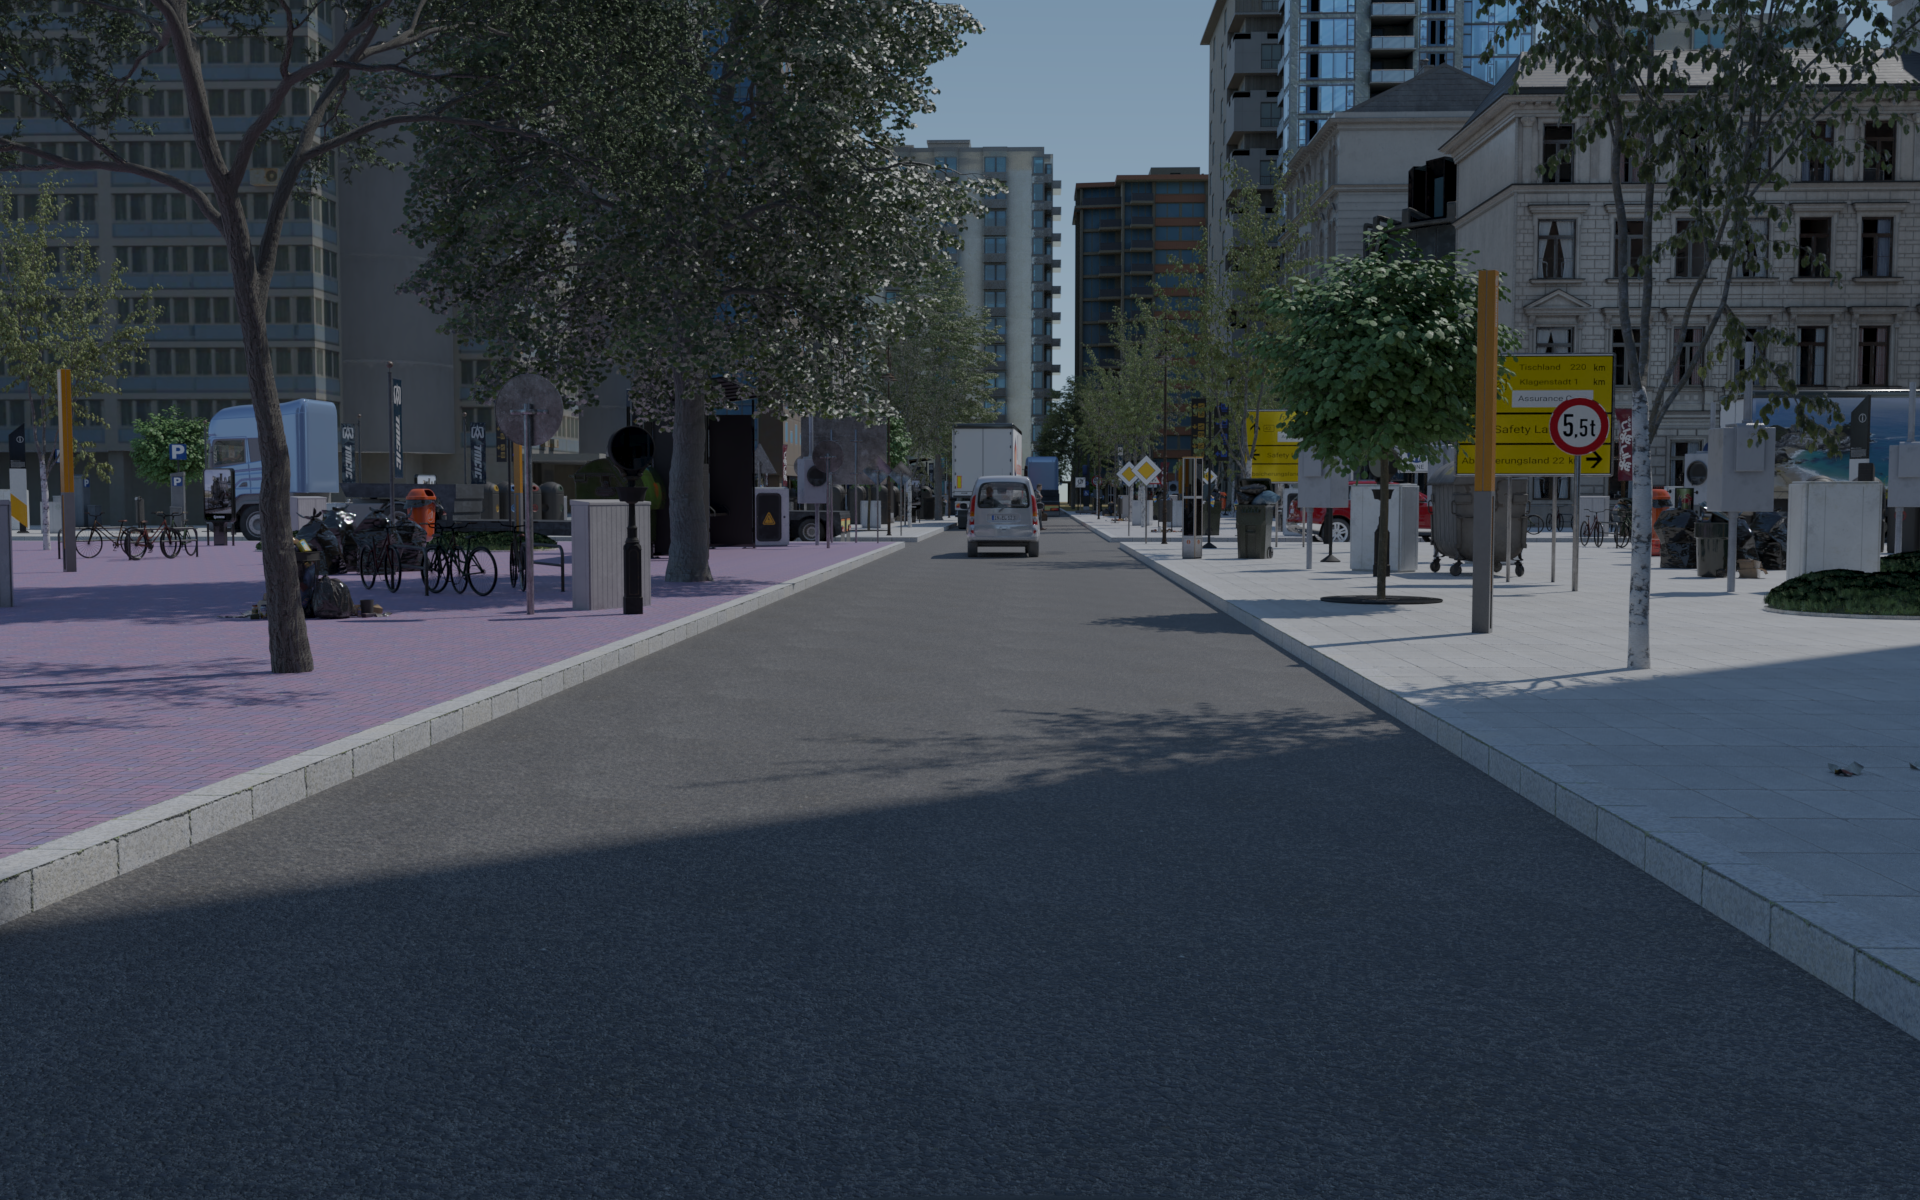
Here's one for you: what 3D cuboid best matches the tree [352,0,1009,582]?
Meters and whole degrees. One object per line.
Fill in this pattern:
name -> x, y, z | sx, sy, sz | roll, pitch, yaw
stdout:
tree -> -3.958, -7.253, 25.239 | 9.857, 13.997, 8.962 | 0, 3, 0

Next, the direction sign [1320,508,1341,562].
direction sign -> 6.987, -2.481, 32.564 | 0.876, 3.537, 0.379 | -3, 5, -45

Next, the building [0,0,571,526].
building -> -31.181, -23.659, 78.699 | 32.217, 40.220, 23.993 | 0, 4, 2

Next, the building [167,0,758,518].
building -> -30.184, -25.841, 114.383 | 32.217, 40.220, 23.993 | 0, 4, 2

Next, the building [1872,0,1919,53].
building -> 52.109, -17.317, 70.518 | 23.554, 28.519, 14.401 | 0, 4, 2

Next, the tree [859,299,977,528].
tree -> -1.687, -7.068, 65.927 | 4.360, 8.622, 3.978 | 0, 3, 0

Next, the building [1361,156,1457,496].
building -> 30.145, -13.839, 93.718 | 16.820, 18.784, 16.811 | 0, 4, 2

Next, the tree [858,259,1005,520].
tree -> -1.456, -10.166, 84.339 | 7.486, 12.596, 7.792 | 0, 3, 0

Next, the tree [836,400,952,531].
tree -> -3.203, -4.675, 60.153 | 4.285, 4.588, 4.351 | 0, 3, 0

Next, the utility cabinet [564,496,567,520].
utility cabinet -> -15.361, -3.351, 65.956 | 1.020, 1.237, 0.306 | 3, 5, 43

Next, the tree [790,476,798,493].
tree -> -10.869, -7.554, 118.115 | 1.663, 3.219, 1.824 | 0, 3, 0

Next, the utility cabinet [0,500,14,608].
utility cabinet -> -11.256, -0.510, 19.503 | 1.020, 1.237, 0.306 | -2, 4, -26

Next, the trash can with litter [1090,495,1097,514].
trash can with litter -> 8.802, -6.010, 109.316 | 1.678, 1.210, 2.233 | 1, 4, 11

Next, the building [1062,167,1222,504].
building -> 28.097, -35.480, 234.714 | 28.867, 44.769, 22.147 | 0, 4, 2

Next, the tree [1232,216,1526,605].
tree -> 4.968, -2.257, 20.621 | 4.285, 4.588, 4.351 | 0, 3, 0

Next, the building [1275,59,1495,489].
building -> 29.175, -20.003, 114.442 | 14.401, 28.519, 23.554 | 0, 4, 2

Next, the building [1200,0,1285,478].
building -> 39.666, -35.772, 174.111 | 28.713, 52.752, 27.495 | 0, 4, 2

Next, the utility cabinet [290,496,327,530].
utility cabinet -> -17.138, -2.106, 45.593 | 0.306, 1.237, 1.020 | 2, 4, 24

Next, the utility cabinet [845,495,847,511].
utility cabinet -> -8.022, -6.821, 122.678 | 0.306, 1.237, 1.020 | 3, 5, 39

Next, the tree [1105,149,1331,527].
tree -> 6.099, -5.325, 37.427 | 4.737, 8.622, 4.395 | 0, 3, 0

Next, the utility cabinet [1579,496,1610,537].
utility cabinet -> 19.000, -2.507, 52.154 | 0.306, 1.237, 1.020 | -3, 5, -40

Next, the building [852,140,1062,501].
building -> -1.518, -37.747, 236.773 | 30.456, 49.044, 23.786 | 0, 4, 2

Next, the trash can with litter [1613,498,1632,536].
trash can with litter -> 20.455, -2.525, 52.670 | 1.055, 1.170, 0.624 | -1, 4, -22

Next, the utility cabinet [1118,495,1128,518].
utility cabinet -> 8.826, -4.951, 92.112 | 0.306, 1.237, 1.020 | -2, 4, -28

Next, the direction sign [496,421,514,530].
direction sign -> -10.959, -3.066, 42.126 | 0.876, 3.537, 0.379 | 2, 4, 34

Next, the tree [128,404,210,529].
tree -> -28.551, -4.842, 62.884 | 4.285, 4.588, 4.351 | 0, 3, 0

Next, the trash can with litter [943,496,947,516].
trash can with litter -> -1.302, -5.301, 98.066 | 1.055, 1.170, 0.624 | -1, 4, -10

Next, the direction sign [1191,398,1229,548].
direction sign -> 5.907, -2.997, 40.992 | 0.876, 3.537, 0.379 | 0, 4, 7

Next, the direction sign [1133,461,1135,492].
direction sign -> 10.749, -7.015, 106.684 | 0.379, 3.537, 0.876 | 1, 4, 17

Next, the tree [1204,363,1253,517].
tree -> 15.280, -8.966, 96.950 | 4.360, 8.622, 3.978 | 0, 3, 0

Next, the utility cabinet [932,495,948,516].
utility cabinet -> -1.157, -5.610, 102.881 | 1.020, 1.237, 0.306 | 1, 4, 17

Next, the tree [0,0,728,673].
tree -> -5.096, -4.771, 12.416 | 7.601, 10.594, 8.767 | 3, 4, 36

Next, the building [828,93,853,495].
building -> -22.256, -45.340, 179.561 | 20.611, 71.187, 20.563 | 0, 4, 2

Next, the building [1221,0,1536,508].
building -> 35.018, -50.849, 144.056 | 22.319, 86.520, 31.000 | 0, 4, 2

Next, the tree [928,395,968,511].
tree -> -0.266, -10.828, 127.403 | 4.737, 8.622, 4.395 | 0, 3, 0

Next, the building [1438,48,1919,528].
building -> 30.204, -12.570, 70.141 | 19.286, 19.102, 10.561 | 0, 4, 2

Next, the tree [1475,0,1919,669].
tree -> 5.111, -3.787, 12.287 | 4.360, 8.622, 3.978 | 0, 3, 0

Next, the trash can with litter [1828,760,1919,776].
trash can with litter -> 4.973, 0.226, 7.355 | 2.233, 1.210, 1.678 | 3, 5, 43

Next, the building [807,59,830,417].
building -> -19.037, -28.504, 149.636 | 14.154, 41.232, 14.086 | 0, 4, 2

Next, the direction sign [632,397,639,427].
direction sign -> -6.772, -2.822, 38.136 | 0.876, 3.537, 0.379 | 0, 4, 2

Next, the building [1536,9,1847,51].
building -> 71.112, -33.946, 174.622 | 30.456, 49.044, 23.786 | 0, 4, 2

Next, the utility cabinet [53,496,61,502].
utility cabinet -> -32.386, -3.141, 62.521 | 1.020, 1.237, 0.306 | 3, 5, 43

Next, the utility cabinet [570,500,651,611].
utility cabinet -> -3.920, -0.512, 19.527 | 0.306, 1.237, 1.020 | 2, 4, 31

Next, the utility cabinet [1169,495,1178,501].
utility cabinet -> 11.059, -4.958, 92.228 | 1.020, 1.237, 0.306 | 0, 4, 1

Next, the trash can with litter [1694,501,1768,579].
trash can with litter -> 11.848, -0.931, 26.610 | 1.055, 1.170, 0.624 | 2, 4, 32

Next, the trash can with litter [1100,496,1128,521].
trash can with litter -> 7.752, -4.357, 82.294 | 1.678, 1.210, 2.233 | 1, 4, 12

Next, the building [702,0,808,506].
building -> -19.769, -29.682, 135.413 | 14.600, 45.320, 14.200 | 0, 4, 2
